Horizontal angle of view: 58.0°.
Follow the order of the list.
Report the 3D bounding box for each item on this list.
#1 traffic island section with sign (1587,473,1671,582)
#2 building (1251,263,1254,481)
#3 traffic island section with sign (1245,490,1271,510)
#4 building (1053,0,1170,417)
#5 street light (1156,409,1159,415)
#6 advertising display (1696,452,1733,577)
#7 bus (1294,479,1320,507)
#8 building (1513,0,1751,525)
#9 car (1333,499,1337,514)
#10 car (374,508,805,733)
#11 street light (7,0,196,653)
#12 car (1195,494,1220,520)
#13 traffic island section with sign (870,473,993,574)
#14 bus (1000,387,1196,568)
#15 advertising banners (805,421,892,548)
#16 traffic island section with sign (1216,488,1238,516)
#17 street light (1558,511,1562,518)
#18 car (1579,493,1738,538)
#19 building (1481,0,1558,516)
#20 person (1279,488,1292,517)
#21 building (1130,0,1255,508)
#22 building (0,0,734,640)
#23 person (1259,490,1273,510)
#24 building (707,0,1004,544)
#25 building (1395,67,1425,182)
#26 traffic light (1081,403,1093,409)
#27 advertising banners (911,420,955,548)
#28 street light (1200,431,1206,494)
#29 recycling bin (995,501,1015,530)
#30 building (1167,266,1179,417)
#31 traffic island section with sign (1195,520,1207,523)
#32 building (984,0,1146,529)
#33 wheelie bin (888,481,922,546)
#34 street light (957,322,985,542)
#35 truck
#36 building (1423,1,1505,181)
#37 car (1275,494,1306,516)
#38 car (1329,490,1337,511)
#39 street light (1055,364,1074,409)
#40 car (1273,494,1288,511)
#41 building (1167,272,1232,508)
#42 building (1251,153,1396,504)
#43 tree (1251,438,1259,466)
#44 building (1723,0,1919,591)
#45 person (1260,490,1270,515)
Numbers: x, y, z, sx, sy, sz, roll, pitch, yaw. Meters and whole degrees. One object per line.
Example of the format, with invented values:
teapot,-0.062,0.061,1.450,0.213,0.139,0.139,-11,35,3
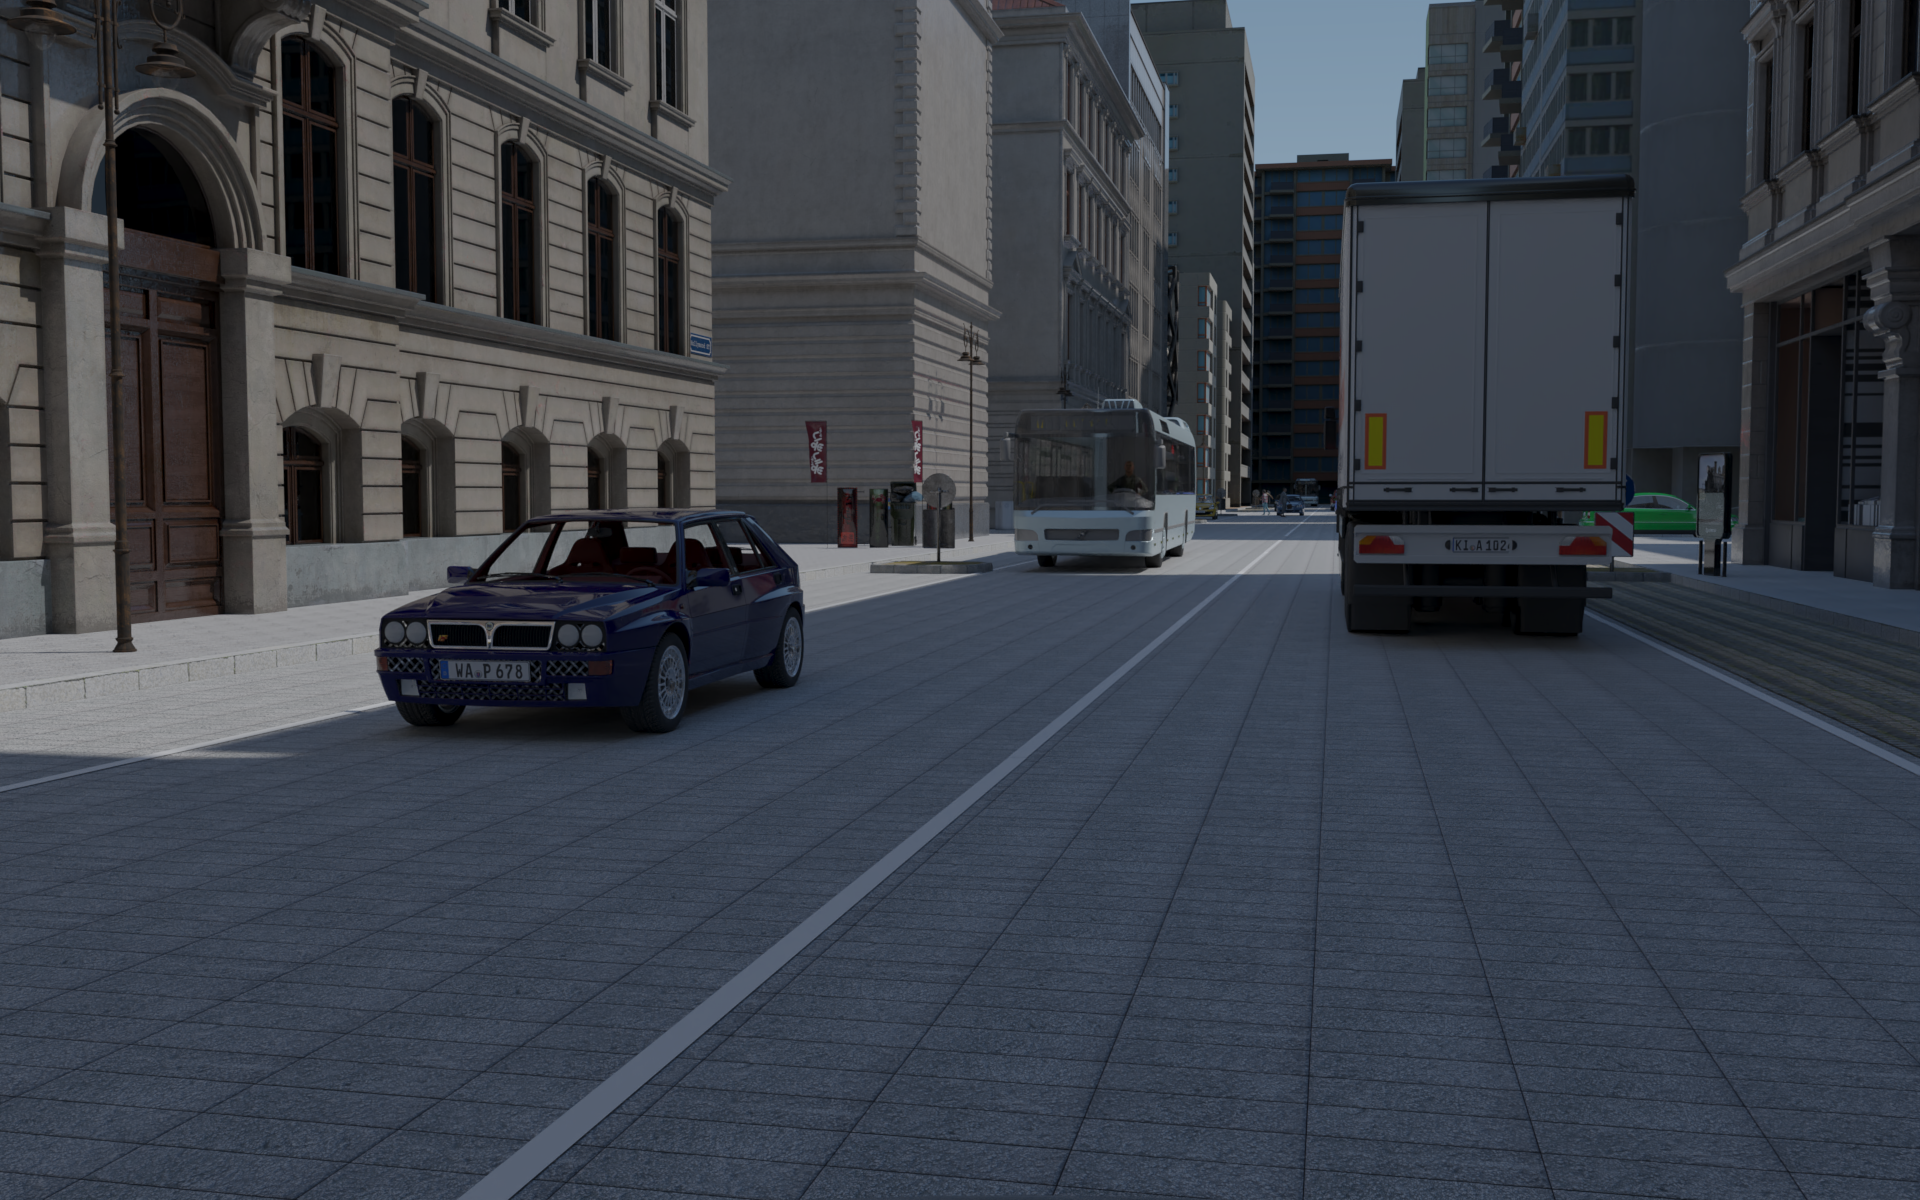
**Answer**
traffic island section with sign,10.767,-1.255,29.150,1.989,1.847,2.006,1,4,12
building,27.214,-26.398,203.308,14.107,30.474,14.160,1,4,12
traffic island section with sign,27.524,-9.297,160.628,1.989,1.847,2.006,1,4,12
building,4.232,-16.843,93.408,12.078,24.808,19.932,1,4,12
street light,10.787,-7.458,94.727,0.468,5.910,1.993,1,4,12
advertising display,11.818,-1.342,27.159,0.123,1.923,0.974,0,4,-1
bus,40.159,-12.597,200.817,2.948,3.499,13.247,1,4,11
building,35.348,-23.035,68.499,23.993,40.220,32.217,1,4,12
car,27.396,-6.903,122.461,1.945,1.707,3.694,1,4,11
car,-2.324,0.051,11.739,1.945,1.354,3.894,1,4,11
street light,-6.790,-2.515,13.902,0.468,5.910,1.993,1,4,12
car,13.676,-5.363,97.914,2.015,1.641,3.980,1,4,11
traffic island section with sign,-0.455,-1.430,32.009,1.989,1.847,2.006,1,4,12
bus,3.304,-2.558,36.687,2.948,3.499,13.247,1,4,11
advertising banners,-2.657,-2.759,41.300,2.074,3.025,0.090,0,4,3
traffic island section with sign,16.924,-6.316,111.901,1.989,1.847,2.006,1,4,12
street light,17.382,-4.725,50.034,0.468,5.910,1.993,1,4,12
car,21.642,-2.735,53.510,4.718,1.807,1.959,1,4,13
building,43.373,-27.512,104.444,22.147,44.769,28.867,1,4,12
person,20.132,-6.042,107.414,0.853,1.813,0.709,3,4,37
building,18.517,-33.786,176.097,21.300,48.544,21.600,1,4,12
building,-13.379,-12.160,17.900,14.460,24.649,34.723,1,4,12
person,28.056,-9.183,158.660,1.348,1.823,0.705,0,4,-1
building,-9.136,-13.532,50.127,19.941,23.489,11.050,1,4,12
building,59.407,-34.767,192.140,21.300,48.544,21.600,1,4,12
traffic light,3.900,-3.938,53.310,0.839,4.253,0.868,1,4,12
advertising banners,-0.654,-2.785,41.725,0.090,3.025,2.074,2,4,29
street light,17.900,-9.457,127.407,0.468,5.910,1.993,1,4,12
recycling bin,1.704,-2.992,61.474,0.722,1.027,0.722,-1,4,-19
building,5.619,-15.004,112.762,16.820,18.784,16.811,1,4,12
traffic island section with sign,11.144,-4.694,85.373,1.989,1.847,2.006,1,4,12
building,0.812,-14.450,72.416,11.583,22.565,21.152,1,4,12
wheelie bin,-1.377,-2.142,42.937,0.980,1.594,0.693,0,4,4
street light,0.302,-4.516,46.617,0.468,5.910,1.993,1,4,12
truck,5.830,-1.957,20.903,2.839,4.237,11.283,1,4,12
building,46.427,-28.352,147.155,14.154,41.232,14.086,1,4,12
car,22.161,-6.363,116.045,2.014,1.417,4.499,1,4,13
car,32.859,-8.563,148.670,2.281,1.827,5.304,1,4,11
street light,3.741,-5.446,61.823,0.468,5.910,1.993,1,4,12
car,26.952,-8.184,143.589,2.009,1.686,4.222,1,4,11
building,8.987,-18.789,152.235,27.650,21.520,28.899,1,4,12
building,46.352,-34.937,225.852,28.867,44.769,22.147,1,4,12
tree,31.214,-14.883,193.702,4.360,8.622,3.978,0,3,0
building,18.349,-10.907,29.247,10.553,20.767,40.483,1,4,12
person,20.840,-6.661,118.244,0.643,1.720,0.563,3,5,40
